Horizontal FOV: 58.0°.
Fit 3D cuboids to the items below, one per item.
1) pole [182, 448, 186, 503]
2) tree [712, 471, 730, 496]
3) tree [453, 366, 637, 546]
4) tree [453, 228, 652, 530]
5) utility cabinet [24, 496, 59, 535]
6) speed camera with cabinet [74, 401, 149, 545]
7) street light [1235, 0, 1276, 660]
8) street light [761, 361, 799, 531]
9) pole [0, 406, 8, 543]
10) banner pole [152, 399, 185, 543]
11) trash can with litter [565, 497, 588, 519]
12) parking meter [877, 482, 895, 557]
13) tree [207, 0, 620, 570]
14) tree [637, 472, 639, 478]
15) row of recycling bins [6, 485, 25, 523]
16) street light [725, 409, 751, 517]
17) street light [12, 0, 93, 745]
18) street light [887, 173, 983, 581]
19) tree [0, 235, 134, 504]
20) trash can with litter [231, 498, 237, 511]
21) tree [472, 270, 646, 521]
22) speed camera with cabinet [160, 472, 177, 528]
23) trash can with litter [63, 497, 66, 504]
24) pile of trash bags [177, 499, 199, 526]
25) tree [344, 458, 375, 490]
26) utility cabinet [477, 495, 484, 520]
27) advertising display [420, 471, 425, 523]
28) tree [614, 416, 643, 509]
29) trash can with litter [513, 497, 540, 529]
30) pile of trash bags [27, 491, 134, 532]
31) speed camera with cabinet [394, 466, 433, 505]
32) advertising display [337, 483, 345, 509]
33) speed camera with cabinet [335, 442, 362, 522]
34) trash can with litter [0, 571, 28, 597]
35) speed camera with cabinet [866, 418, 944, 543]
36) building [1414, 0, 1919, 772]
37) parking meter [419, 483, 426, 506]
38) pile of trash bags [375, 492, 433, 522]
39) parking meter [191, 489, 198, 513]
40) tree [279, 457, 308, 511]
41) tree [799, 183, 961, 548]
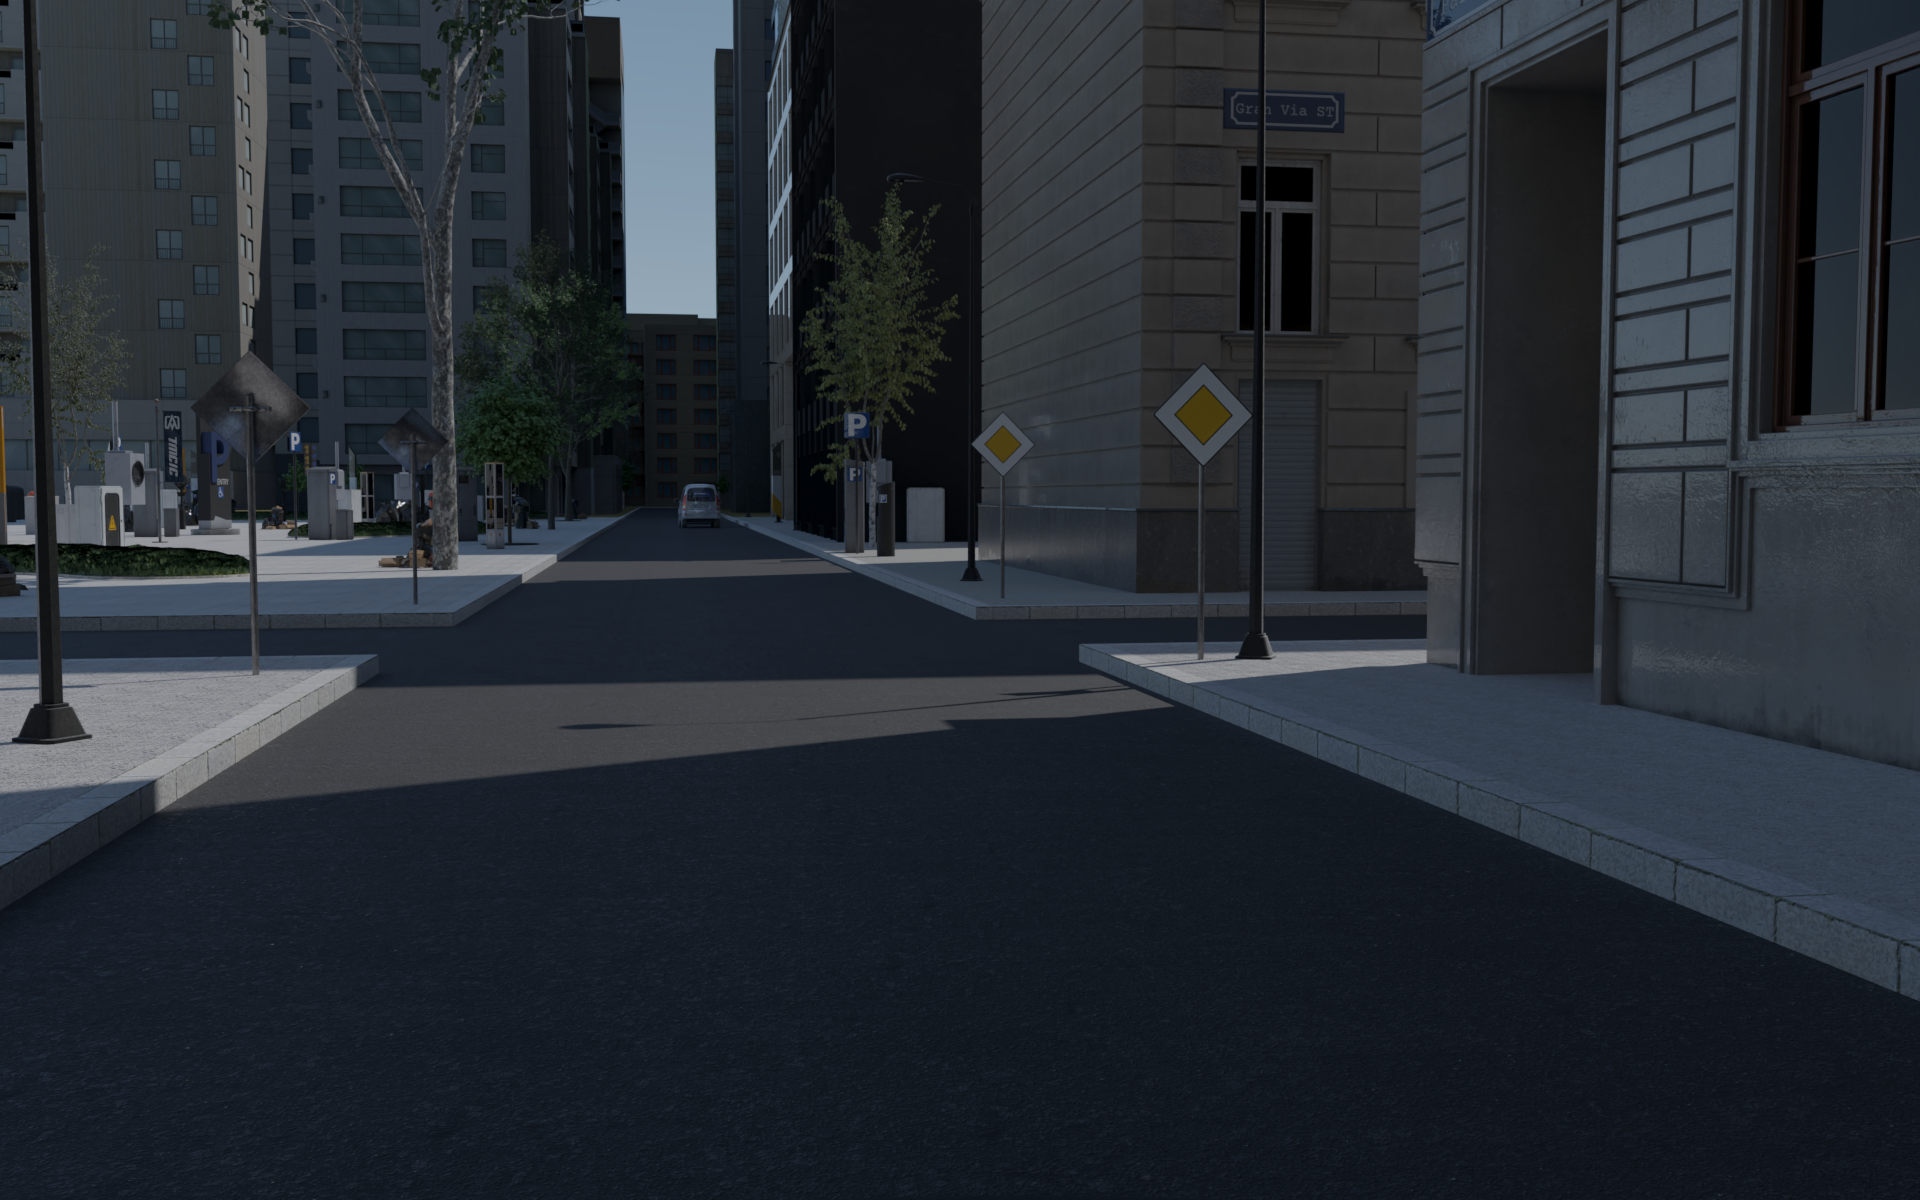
[{"bbox_3d":[-34.699,-5.113,77.435,0.158,3.312,0.155,0,3,0],"label":"pole"},{"bbox_3d":[-20.153,-9.277,146.288,1.663,3.219,1.824,0,3,0],"label":"tree"},{"bbox_3d":[-11.306,-3.666,43.653,4.285,4.588,4.351,0,3,0],"label":"tree"},{"bbox_3d":[-14.853,-7.793,61.836,8.767,10.594,7.601,1,4,16],"label":"tree"},{"bbox_3d":[-29.001,-2.664,54.714,1.020,1.237,0.306,1,4,10],"label":"utility cabinet"},{"bbox_3d":[-17.830,-2.570,36.351,0.660,3.252,2.038,0,4,-1],"label":"speed camera with cabinet"},{"bbox_3d":[1.780,-2.493,13.294,1.470,5.913,1.316,-1,4,-10],"label":"street light"},{"bbox_3d":[-6.249,-5.387,60.610,1.470,5.913,1.316,-1,4,-10],"label":"street light"},{"bbox_3d":[-22.292,-2.839,40.254,0.158,3.312,0.155,0,3,0],"label":"pole"},{"bbox_3d":[-20.928,-3.407,45.728,0.863,3.779,0.401,-3,5,-41],"label":"banner pole"},{"bbox_3d":[-19.376,-4.659,87.557,1.055,1.170,0.624,-3,5,-40],"label":"trash can with litter"},{"bbox_3d":[-1.525,-1.663,35.602,0.372,1.533,0.369,0,3,0],"label":"parking meter"},{"bbox_3d":[-10.079,-10.608,29.327,12.611,20.169,13.585,0,3,0],"label":"tree"},{"bbox_3d":[-28.617,-9.893,145.471,4.285,4.588,4.351,0,3,0],"label":"tree"},{"bbox_3d":[-47.472,-4.875,86.822,1.069,1.692,3.534,-2,4,-26],"label":"row of recycling bins"},{"bbox_3d":[-12.208,-7.506,95.258,1.470,5.913,1.316,-1,4,-10],"label":"street light"},{"bbox_3d":[-4.197,-2.226,8.934,1.470,5.913,1.316,-1,4,-10],"label":"street light"},{"bbox_3d":[-0.365,-3.230,25.348,1.470,5.913,1.316,-1,4,-10],"label":"street light"},{"bbox_3d":[-24.573,-5.936,47.409,4.360,8.622,3.978,0,3,0],"label":"tree"},{"bbox_3d":[-36.637,-4.650,87.409,0.624,1.170,1.055,3,4,36],"label":"trash can with litter"},{"bbox_3d":[-18.574,-9.512,81.271,9.928,11.665,9.643,0,3,0],"label":"tree"},{"bbox_3d":[-30.644,-4.402,66.304,0.660,3.252,2.038,-3,5,-44],"label":"speed camera with cabinet"},{"bbox_3d":[-44.752,-4.625,86.678,2.233,1.210,1.678,3,4,36],"label":"trash can with litter"},{"bbox_3d":[-30.949,-3.695,70.161,3.447,1.369,1.912,2,4,30],"label":"pile of trash bags"},{"bbox_3d":[-31.807,-5.935,91.644,1.663,3.219,1.824,0,3,0],"label":"tree"},{"bbox_3d":[-22.344,-4.253,80.692,0.306,1.237,1.020,-1,4,-12],"label":"utility cabinet"},{"bbox_3d":[-15.244,-2.686,49.133,0.123,1.923,0.974,-1,4,-17],"label":"advertising display"},{"bbox_3d":[-29.688,-12.367,152.561,4.360,8.622,3.978,0,3,0],"label":"tree"},{"bbox_3d":[-15.909,-3.199,63.698,1.055,1.170,0.624,2,4,25],"label":"trash can with litter"},{"bbox_3d":[-29.590,-2.977,58.429,3.447,1.369,1.912,-1,4,-17],"label":"pile of trash bags"},{"bbox_3d":[-23.400,-4.935,75.020,2.038,3.252,0.660,-2,4,-27],"label":"speed camera with cabinet"},{"bbox_3d":[-32.391,-5.179,89.887,0.974,1.923,0.123,1,4,9],"label":"advertising display"},{"bbox_3d":[-23.630,-4.403,66.332,0.660,3.252,2.038,1,4,11],"label":"speed camera with cabinet"},{"bbox_3d":[-12.218,-0.618,21.486,0.624,1.170,1.055,2,4,26],"label":"trash can with litter"},{"bbox_3d":[-1.435,-3.133,45.558,2.038,3.252,0.660,0,4,-1],"label":"speed camera with cabinet"},{"bbox_3d":[10.063,-10.249,3.731,11.583,22.565,21.152,-1,4,-10],"label":"building"},{"bbox_3d":[-27.721,-5.117,89.382,0.399,1.863,0.255,-2,4,-24],"label":"parking meter"},{"bbox_3d":[-21.749,-3.630,69.102,1.912,1.369,3.447,1,4,15],"label":"pile of trash bags"},{"bbox_3d":[-39.067,-4.896,88.466,0.372,1.533,0.369,0,3,0],"label":"parking meter"},{"bbox_3d":[-34.298,-5.797,89.375,1.663,3.219,1.824,0,3,0],"label":"tree"},{"bbox_3d":[-2.075,-5.575,41.507,4.737,8.622,4.395,0,3,0],"label":"tree"}]
